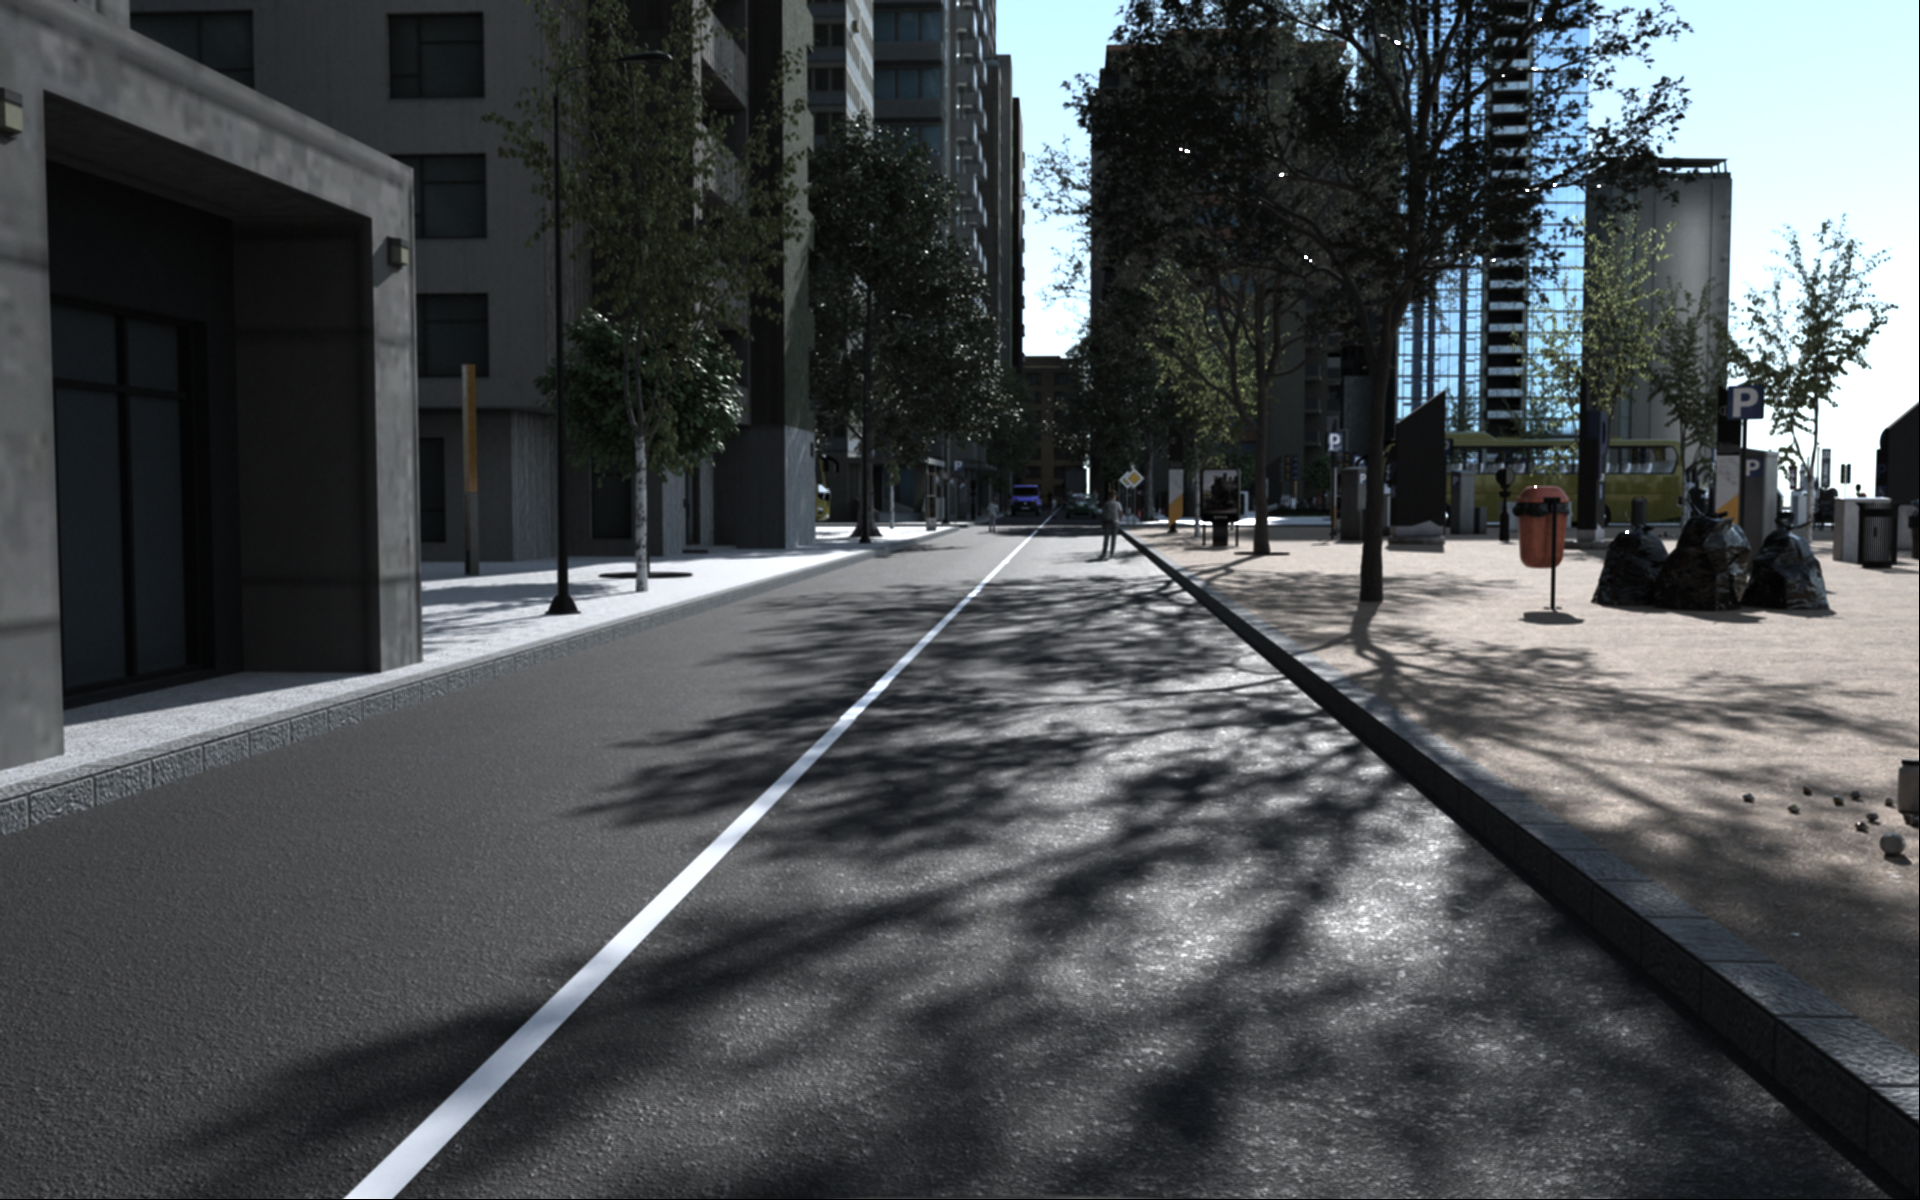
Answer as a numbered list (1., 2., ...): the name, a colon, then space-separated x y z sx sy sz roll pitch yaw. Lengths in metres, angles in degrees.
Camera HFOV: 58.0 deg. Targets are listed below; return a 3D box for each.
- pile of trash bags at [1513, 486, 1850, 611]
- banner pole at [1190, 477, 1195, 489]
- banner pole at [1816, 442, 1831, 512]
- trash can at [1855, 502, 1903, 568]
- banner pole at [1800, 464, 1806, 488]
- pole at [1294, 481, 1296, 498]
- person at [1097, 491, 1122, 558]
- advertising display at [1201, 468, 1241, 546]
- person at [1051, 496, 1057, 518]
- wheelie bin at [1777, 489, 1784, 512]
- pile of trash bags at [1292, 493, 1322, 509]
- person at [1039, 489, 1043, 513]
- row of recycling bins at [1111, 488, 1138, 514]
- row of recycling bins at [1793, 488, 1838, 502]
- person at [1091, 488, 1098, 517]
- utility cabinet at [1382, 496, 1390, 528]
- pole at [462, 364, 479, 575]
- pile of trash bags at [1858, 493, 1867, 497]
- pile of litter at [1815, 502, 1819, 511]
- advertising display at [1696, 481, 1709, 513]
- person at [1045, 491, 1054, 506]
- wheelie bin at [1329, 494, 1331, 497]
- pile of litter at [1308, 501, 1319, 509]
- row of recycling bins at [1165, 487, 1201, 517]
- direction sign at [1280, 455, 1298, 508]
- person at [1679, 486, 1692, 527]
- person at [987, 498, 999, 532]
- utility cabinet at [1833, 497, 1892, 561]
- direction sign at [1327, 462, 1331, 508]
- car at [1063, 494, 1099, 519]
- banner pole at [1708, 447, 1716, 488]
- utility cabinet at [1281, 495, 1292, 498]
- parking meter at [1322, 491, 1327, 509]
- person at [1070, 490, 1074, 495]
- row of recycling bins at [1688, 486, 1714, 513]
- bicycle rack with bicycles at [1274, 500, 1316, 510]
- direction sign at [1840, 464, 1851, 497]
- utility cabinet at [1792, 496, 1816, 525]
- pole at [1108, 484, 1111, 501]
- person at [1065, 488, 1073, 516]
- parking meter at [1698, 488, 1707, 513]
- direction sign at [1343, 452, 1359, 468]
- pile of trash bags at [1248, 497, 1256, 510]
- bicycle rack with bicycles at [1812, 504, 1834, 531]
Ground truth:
1. pile of trash bags: 7.950 -0.613 19.783 3.447 1.369 1.912 -1 4 -11
2. banner pole: 19.287 -9.411 143.883 0.401 3.779 0.863 -2 4 -34
3. banner pole: 41.698 -5.733 83.757 0.863 3.779 0.401 0 4 -2
4. trash can: 15.971 -1.130 30.134 0.748 1.137 0.748 0 3 0
5. banner pole: 61.629 -8.341 126.388 0.863 3.779 0.401 -1 4 -12
6. pole: 25.729 -8.511 132.994 0.158 3.312 0.155 0 3 0
7. person: 3.372 -1.705 38.980 0.503 1.515 0.523 -2 4 -24
8. advertising display: 6.439 -2.298 42.792 0.974 1.923 0.123 2 4 27
9. person: 5.502 -5.449 101.869 0.394 1.301 0.425 2 4 28
10. wheelie bin: 47.396 -5.666 100.550 0.693 1.594 0.980 3 5 41
11. pile of trash bags: 27.643 -7.808 137.406 1.912 1.369 3.447 -2 4 -33
12. person: 6.069 -7.523 131.597 0.616 1.811 0.778 -1 4 -15
13. row of recycling bins: 10.790 -6.315 110.369 1.069 1.692 3.534 3 5 42
14. row of recycling bins: 54.335 -6.301 110.138 1.069 1.692 3.534 -1 4 -16
15. person: 8.284 -6.031 107.283 0.511 1.800 0.466 2 4 27
16. utility cabinet: 15.263 -3.053 61.074 1.020 1.237 0.306 -3 4 -39
17. pole: -7.719 -2.046 27.297 0.158 3.312 0.155 0 3 0
18. pile of trash bags: 47.503 -5.036 92.088 3.447 1.369 1.912 1 4 12
19. pile of litter: 51.119 -5.515 104.127 1.176 0.858 1.719 3 5 42
20. advertising display: 35.816 -4.790 83.524 0.974 1.923 0.123 -3 4 -37
21. person: 11.083 -12.570 214.152 1.348 1.807 0.705 -1 4 -9
22. wheelie bin: 22.344 -5.788 102.534 0.980 1.594 0.693 2 4 28
23. pile of litter: 21.928 -5.700 107.162 1.176 0.858 1.719 -3 4 -37
24. row of recycling bins: 13.055 -5.408 95.540 3.534 1.692 1.069 -1 4 -12
25. direction sign: 19.323 -6.677 101.167 0.876 3.537 0.379 -2 4 -23
26. person: 29.445 -3.742 70.228 0.362 1.759 0.519 -2 4 -28
27. person: 1.214 -3.186 64.865 0.425 1.301 0.394 -1 4 -15
28. utility cabinet: 17.405 -1.361 33.414 1.020 1.237 0.306 -1 4 -9
29. direction sign: 26.256 -8.026 123.214 0.379 3.537 0.876 2 4 28
30. car: 7.143 -5.516 101.982 2.131 1.459 4.920 0 4 4
31. banner pole: 35.715 -5.618 81.863 0.863 3.779 0.401 -1 4 -22
32. utility cabinet: 24.505 -7.310 130.680 1.020 1.237 0.306 0 4 6
33. parking meter: 27.680 -7.537 131.641 0.372 1.533 0.369 0 3 0
34. person: 9.455 -8.384 145.823 0.600 1.795 0.529 -1 4 -10
35. row of recycling bins: 38.110 -4.950 88.041 1.069 1.692 3.534 0 4 -4
36. bicycle rack with bicycles: 19.828 -5.516 103.575 2.852 0.926 2.925 3 5 45
37. direction sign: 66.333 -8.426 129.765 0.379 3.537 0.876 -1 4 -21
38. utility cabinet: 35.489 -3.774 72.870 1.020 1.237 0.306 -1 4 -23
39. pole: 12.484 -9.226 144.695 0.158 3.312 0.155 0 3 0
40. person: 7.184 -6.435 113.895 0.473 1.802 0.592 -1 4 -11
41. parking meter: 33.578 -4.276 78.331 0.372 1.533 0.369 0 3 0
42. direction sign: 20.967 -6.180 93.034 0.876 3.537 0.379 -1 4 -10
43. pile of trash bags: 22.844 -7.878 138.563 1.912 1.369 3.447 1 4 10
44. bicycle rack with bicycles: 30.929 -2.853 60.036 2.852 0.926 2.925 1 4 17
